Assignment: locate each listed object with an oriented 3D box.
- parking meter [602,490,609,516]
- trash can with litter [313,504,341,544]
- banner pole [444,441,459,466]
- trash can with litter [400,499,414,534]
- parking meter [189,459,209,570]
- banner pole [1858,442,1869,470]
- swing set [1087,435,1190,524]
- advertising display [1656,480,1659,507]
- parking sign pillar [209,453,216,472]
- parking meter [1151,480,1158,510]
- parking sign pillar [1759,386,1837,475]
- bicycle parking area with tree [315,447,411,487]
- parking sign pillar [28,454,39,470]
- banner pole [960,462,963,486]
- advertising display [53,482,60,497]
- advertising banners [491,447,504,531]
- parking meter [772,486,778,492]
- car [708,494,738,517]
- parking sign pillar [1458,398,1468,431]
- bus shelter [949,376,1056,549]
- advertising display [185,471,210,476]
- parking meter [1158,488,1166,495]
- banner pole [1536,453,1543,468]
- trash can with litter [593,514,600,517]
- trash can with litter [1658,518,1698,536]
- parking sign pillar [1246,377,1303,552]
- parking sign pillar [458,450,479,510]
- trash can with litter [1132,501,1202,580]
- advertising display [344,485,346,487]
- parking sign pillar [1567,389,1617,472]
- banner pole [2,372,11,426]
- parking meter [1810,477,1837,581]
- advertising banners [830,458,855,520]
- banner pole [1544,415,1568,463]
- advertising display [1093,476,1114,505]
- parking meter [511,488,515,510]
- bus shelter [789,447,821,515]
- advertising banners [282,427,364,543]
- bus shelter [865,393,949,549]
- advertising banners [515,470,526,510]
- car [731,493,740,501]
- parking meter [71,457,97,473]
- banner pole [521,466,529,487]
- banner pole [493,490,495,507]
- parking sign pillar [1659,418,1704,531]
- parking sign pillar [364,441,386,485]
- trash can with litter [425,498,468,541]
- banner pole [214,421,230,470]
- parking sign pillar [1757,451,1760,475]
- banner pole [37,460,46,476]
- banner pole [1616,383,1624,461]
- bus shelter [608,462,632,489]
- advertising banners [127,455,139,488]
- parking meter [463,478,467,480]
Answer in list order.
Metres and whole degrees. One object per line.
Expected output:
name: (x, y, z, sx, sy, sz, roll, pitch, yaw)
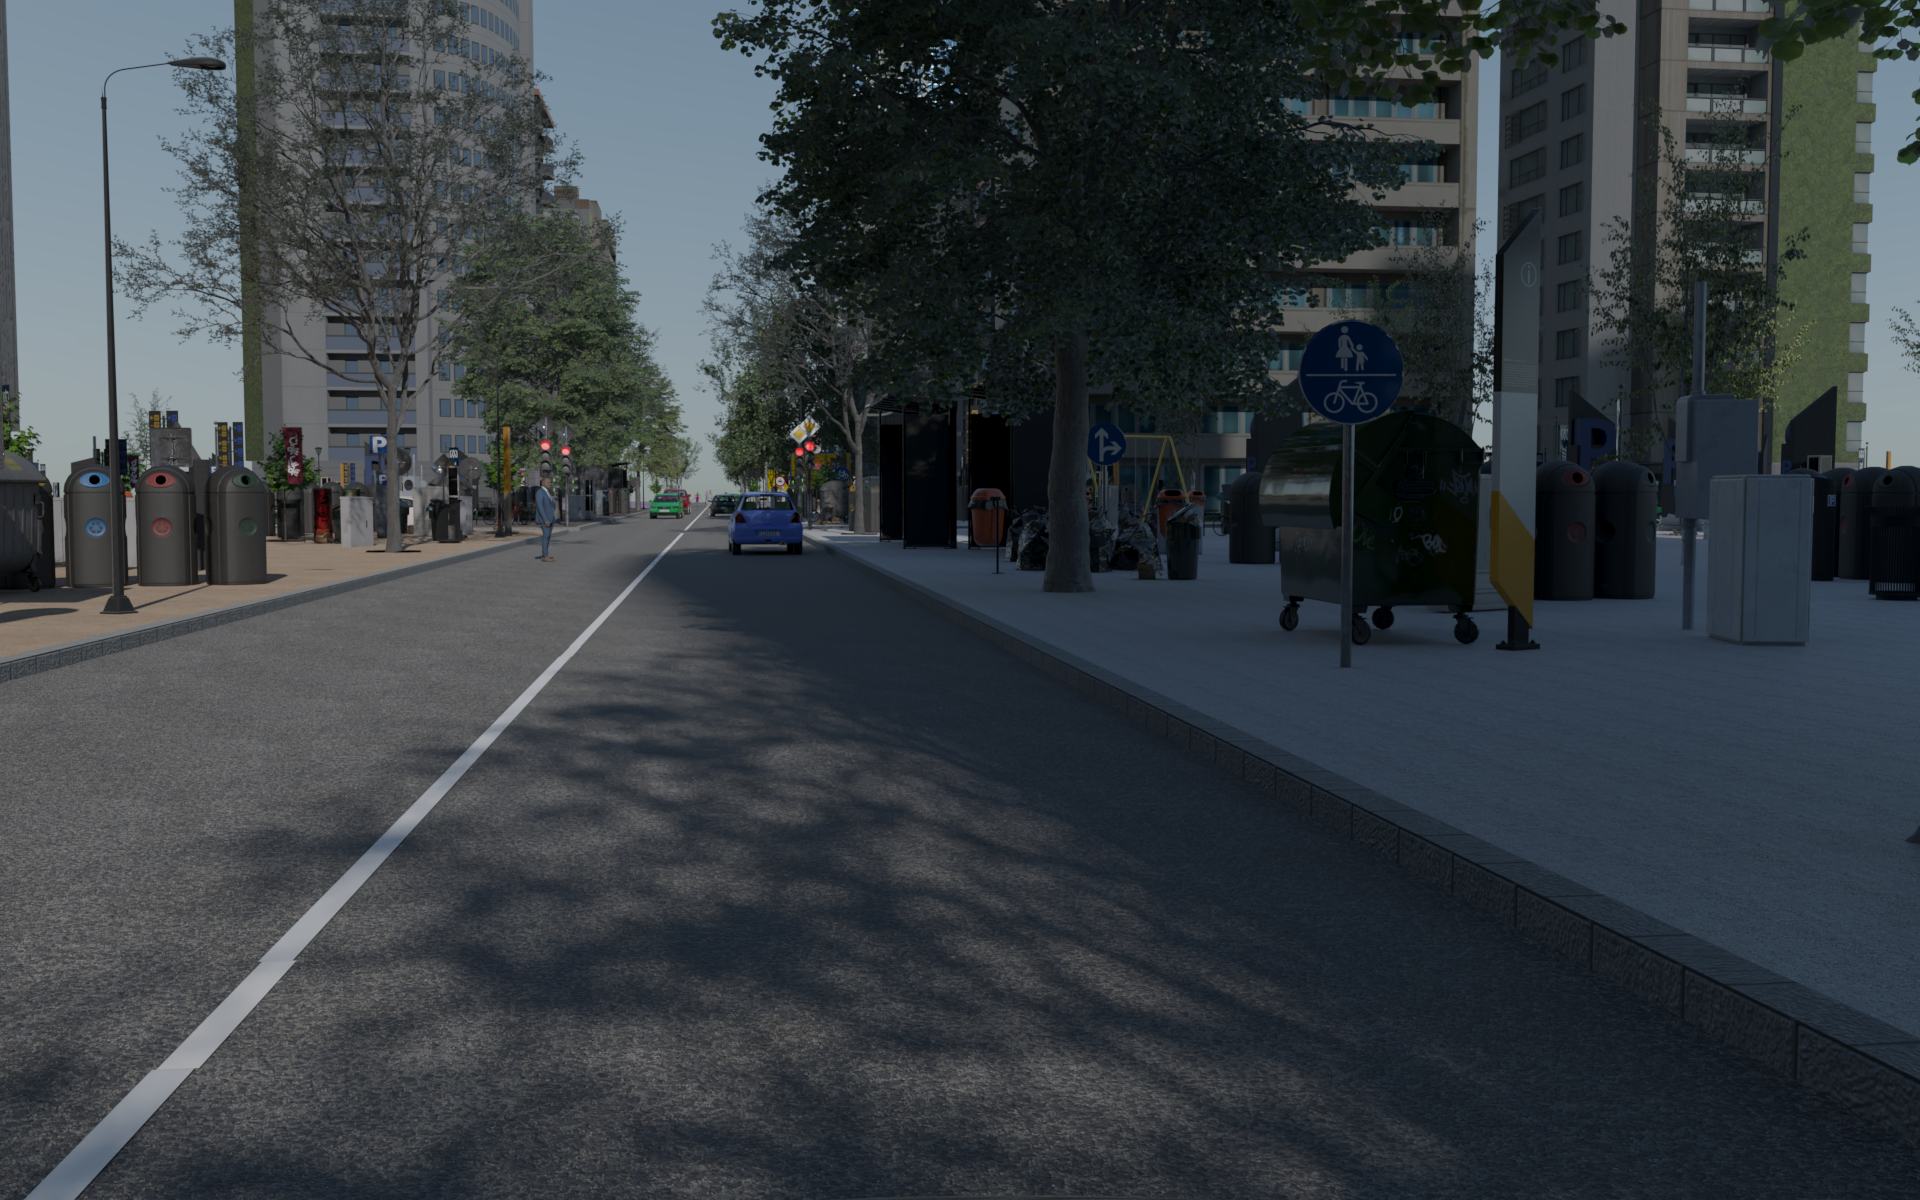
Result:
parking meter: (-20.786, -5.702, 101.637, 0.372, 1.533, 0.369, 0, 3, 0)
trash can with litter: (-16.163, -2.037, 44.699, 1.055, 1.170, 0.624, 0, 4, -5)
banner pole: (-24.011, -5.606, 81.675, 0.863, 3.779, 0.401, 0, 4, 4)
trash can with litter: (-17.812, -2.716, 55.797, 1.055, 1.170, 0.624, 1, 4, 20)
parking meter: (-12.858, -1.443, 29.303, 0.255, 1.863, 0.399, -3, 4, -36)
banner pole: (43.286, -5.689, 83.030, 0.863, 3.779, 0.401, -2, 4, -28)
swing set: (4.487, -2.961, 46.024, 3.119, 2.851, 2.862, -2, 4, -30)
advertising display: (31.905, -4.578, 80.063, 0.974, 1.923, 0.123, -2, 4, -27)
parking sign pillar: (-48.147, -7.632, 113.249, 1.447, 3.967, 1.447, -3, 5, -42)
parking meter: (8.093, -4.058, 72.067, 0.255, 1.863, 0.399, 0, 4, 8)
parking sign pillar: (21.130, -3.345, 43.167, 1.447, 3.967, 1.447, -1, 4, -17)
bicycle parking area with tree: (-36.779, -7.321, 106.699, 8.231, 4.147, 9.016, 0, 4, -1)
parking sign pillar: (-56.778, -7.186, 105.962, 1.447, 3.967, 1.447, -3, 5, -42)
banner pole: (0.407, -7.964, 120.235, 0.863, 3.779, 0.401, -1, 4, -12)
advertising display: (-49.620, -5.499, 95.123, 0.123, 1.923, 0.974, -3, 5, -41)
advertising banners: (-16.202, -3.941, 60.616, 0.090, 3.025, 2.074, -2, 4, -25)
parking meter: (-12.830, -6.983, 119.890, 0.399, 1.863, 0.255, -1, 4, -13)
car: (-15.073, -6.167, 110.609, 2.009, 1.686, 4.222, -1, 4, -10)
parking sign pillar: (13.614, -3.608, 47.464, 1.447, 3.967, 1.447, 1, 4, 22)
bus shelter: (1.091, -2.812, 37.267, 1.731, 3.624, 6.357, 0, 4, -8)
advertising display: (-21.592, -2.678, 49.001, 0.974, 1.923, 0.123, 2, 4, 24)
parking meter: (8.823, -4.132, 75.972, 0.372, 1.533, 0.369, 0, 3, 0)
banner pole: (31.291, -6.312, 93.219, 0.863, 3.779, 0.401, -1, 4, -23)
trash can with litter: (-21.210, -5.377, 98.974, 1.678, 1.210, 2.233, -2, 4, -28)
trash can with litter: (22.377, -2.624, 53.960, 1.678, 1.210, 2.233, 2, 4, 31)
parking sign pillar: (7.115, -3.105, 39.246, 1.447, 3.967, 1.447, -2, 4, -29)
parking sign pillar: (-28.276, -6.775, 99.240, 1.447, 3.967, 1.447, 3, 5, 43)
trash can with litter: (3.096, -0.891, 25.959, 1.055, 1.170, 0.624, 0, 4, 6)
advertising display: (-44.502, -7.308, 124.703, 0.974, 1.923, 0.123, 2, 4, 31)
parking sign pillar: (16.358, -3.439, 44.696, 1.447, 3.967, 1.447, -1, 4, -14)
banner pole: (-19.294, -2.753, 35.023, 0.401, 3.779, 0.863, -3, 5, -44)
parking meter: (12.711, -1.049, 25.566, 0.372, 1.533, 0.369, 0, 3, 0)
advertising banners: (-5.706, -5.399, 84.455, 0.090, 3.025, 2.074, 2, 4, 33)
banner pole: (19.063, -3.973, 54.979, 0.863, 3.779, 0.401, -2, 4, -31)
advertising display: (5.187, -3.502, 62.464, 0.974, 1.923, 0.123, -3, 4, -36)
parking meter: (-25.039, -5.553, 96.503, 0.255, 1.863, 0.399, 3, 4, 36)
bus shelter: (-10.512, -8.688, 119.674, 2.179, 5.291, 8.768, 0, 4, -8)
advertising banners: (-16.623, -2.998, 45.210, 2.074, 3.025, 0.090, 0, 4, -2)
bus shelter: (-1.247, -3.187, 43.388, 1.731, 3.624, 6.357, 0, 4, -8)
advertising banners: (-32.529, -7.945, 126.091, 2.074, 3.025, 0.090, 1, 4, 9)
car: (-16.699, -7.202, 126.548, 1.959, 1.807, 4.718, 0, 4, -8)
parking meter: (-13.662, -1.303, 27.008, 0.399, 1.863, 0.255, -2, 4, -26)
banner pole: (-32.599, -8.549, 129.793, 0.863, 3.779, 0.401, -2, 4, -34)
banner pole: (-36.852, -8.985, 136.914, 0.401, 3.779, 0.863, -1, 4, -17)
parking sign pillar: (25.225, -4.404, 60.475, 1.447, 3.967, 1.447, -2, 4, -34)
parking sign pillar: (-29.703, -6.112, 88.403, 1.447, 3.967, 1.447, -1, 4, -9)
trash can with litter: (-14.118, -2.216, 47.621, 0.624, 1.170, 1.055, 3, 4, 38)
banner pole: (-25.345, -4.248, 59.477, 0.863, 3.779, 0.401, 2, 4, 25)
parking sign pillar: (36.284, -5.511, 78.574, 1.447, 3.967, 1.447, 2, 4, 31)
banner pole: (-66.967, -8.334, 126.277, 0.401, 3.779, 0.863, 1, 4, 22)
banner pole: (14.797, -2.993, 38.945, 0.401, 3.779, 0.863, 2, 4, 28)
bus shelter: (-25.489, -8.435, 129.189, 1.731, 3.624, 6.357, 0, 4, -8)
advertising banners: (-36.333, -4.990, 77.777, 2.074, 3.025, 0.090, 0, 4, 1)
parking meter: (-17.490, -3.384, 61.032, 0.255, 1.863, 0.399, -1, 4, -12)
